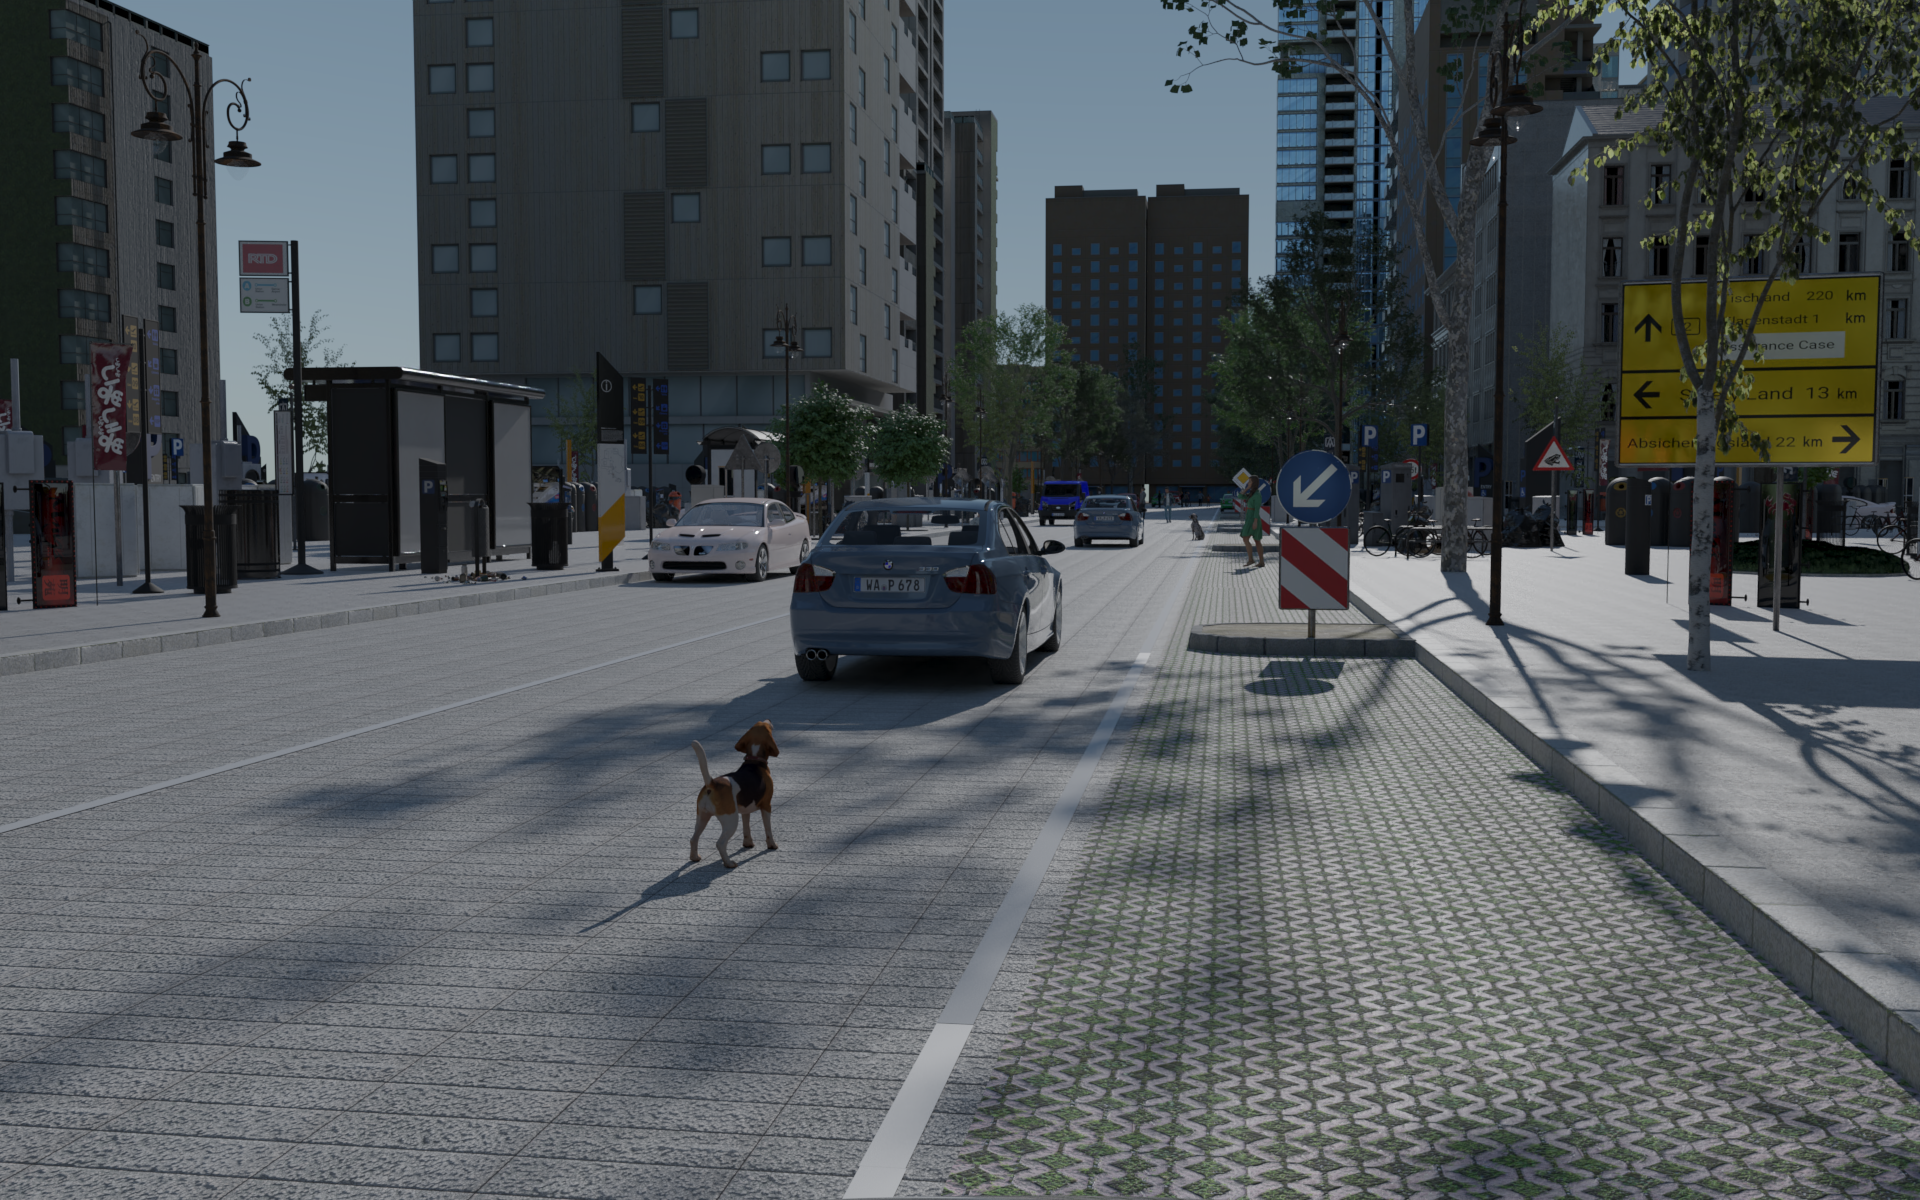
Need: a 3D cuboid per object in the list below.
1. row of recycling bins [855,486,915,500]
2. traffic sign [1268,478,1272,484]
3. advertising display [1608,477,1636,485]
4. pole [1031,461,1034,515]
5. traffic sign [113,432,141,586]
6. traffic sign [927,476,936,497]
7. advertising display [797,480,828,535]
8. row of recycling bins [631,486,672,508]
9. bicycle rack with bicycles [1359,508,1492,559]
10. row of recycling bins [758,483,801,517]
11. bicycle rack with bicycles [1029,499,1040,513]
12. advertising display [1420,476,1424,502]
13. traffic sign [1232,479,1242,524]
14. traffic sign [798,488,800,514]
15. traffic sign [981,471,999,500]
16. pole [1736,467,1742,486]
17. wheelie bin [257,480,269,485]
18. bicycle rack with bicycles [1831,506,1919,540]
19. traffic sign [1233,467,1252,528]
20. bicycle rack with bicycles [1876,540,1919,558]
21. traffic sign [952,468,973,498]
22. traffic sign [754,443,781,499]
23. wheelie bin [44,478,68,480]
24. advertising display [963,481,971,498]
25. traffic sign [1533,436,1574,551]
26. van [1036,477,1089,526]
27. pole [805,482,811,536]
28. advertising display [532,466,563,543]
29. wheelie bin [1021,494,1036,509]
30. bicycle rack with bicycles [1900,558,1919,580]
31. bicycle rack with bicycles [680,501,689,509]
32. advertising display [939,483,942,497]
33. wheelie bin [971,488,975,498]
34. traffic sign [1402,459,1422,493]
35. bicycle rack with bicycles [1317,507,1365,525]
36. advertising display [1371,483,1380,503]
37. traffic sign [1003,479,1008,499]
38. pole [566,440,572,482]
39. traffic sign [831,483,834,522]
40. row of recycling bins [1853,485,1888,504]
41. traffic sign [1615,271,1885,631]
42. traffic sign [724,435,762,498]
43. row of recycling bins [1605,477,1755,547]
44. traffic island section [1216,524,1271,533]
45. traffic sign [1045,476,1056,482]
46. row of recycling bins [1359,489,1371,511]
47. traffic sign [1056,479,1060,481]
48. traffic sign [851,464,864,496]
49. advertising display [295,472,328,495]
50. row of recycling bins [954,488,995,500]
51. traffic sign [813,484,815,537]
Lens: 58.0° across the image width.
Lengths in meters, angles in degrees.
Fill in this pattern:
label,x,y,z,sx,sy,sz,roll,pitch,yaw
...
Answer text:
label,x,y,z,sx,sy,sz,roll,pitch,yaw
row of recycling bins,-4.010,-5.192,92.006,3.534,1.692,1.069,2,4,25
traffic sign,24.061,-8.195,133.995,0.884,2.594,0.081,1,4,12
advertising display,24.337,-3.578,63.711,0.974,1.923,0.123,1,4,14
pole,4.536,-6.994,108.199,0.158,3.312,0.155,0,3,0
traffic sign,-11.725,-1.467,24.093,0.768,2.556,0.104,1,4,14
traffic sign,-1.543,-5.140,84.138,0.768,2.556,0.104,1,4,13
advertising display,-4.608,-2.986,54.032,0.974,1.923,0.123,-1,4,-9
row of recycling bins,-16.620,-5.209,92.273,1.069,1.692,3.534,2,4,28
bicycle rack with bicycles,9.699,-1.334,35.201,2.925,0.926,2.852,0,4,8
row of recycling bins,-7.037,-3.570,65.489,3.534,1.692,1.069,2,4,30
bicycle rack with bicycles,6.901,-7.655,138.538,2.925,0.926,2.852,3,4,38
advertising display,16.181,-3.396,60.736,0.123,1.923,0.974,1,4,16
traffic sign,11.919,-4.266,73.388,0.795,2.450,0.064,1,4,9
traffic sign,-4.826,-3.169,51.916,0.768,2.556,0.104,1,4,10
traffic sign,1.302,-4.366,75.033,0.795,2.450,0.064,1,4,9
pole,34.374,-5.052,76.449,0.158,3.312,0.155,0,3,0
wheelie bin,-15.538,-1.877,38.596,0.693,1.594,0.980,-3,4,-36
bicycle rack with bicycles,28.152,-2.405,52.709,2.925,0.926,2.852,-1,4,-16
traffic sign,10.706,-3.783,65.495,0.795,2.450,0.064,1,4,9
bicycle rack with bicycles,21.292,-1.413,36.479,2.852,0.926,2.925,-3,5,-41
traffic sign,0.089,-3.884,67.141,0.795,2.450,0.064,1,4,9
traffic sign,-4.821,-2.627,43.055,0.768,2.556,0.104,1,4,18
wheelie bin,-17.643,-1.582,33.767,0.980,1.594,0.693,-2,4,-25
advertising display,0.268,-4.289,75.333,0.123,1.923,0.974,-1,4,-17
traffic sign,13.293,-2.375,38.841,0.884,2.594,0.081,1,4,14
van,4.825,-4.611,79.774,2.240,2.365,5.245,1,4,10
pole,-4.626,-3.598,52.678,0.158,3.312,0.155,0,3,0
advertising display,-9.478,-2.092,39.412,0.974,1.923,0.123,1,4,19
wheelie bin,5.134,-7.620,132.494,0.980,1.594,0.693,-1,4,-17
bicycle rack with bicycles,15.470,-0.698,24.793,2.852,0.926,2.925,-1,4,-9
bicycle rack with bicycles,-13.159,-4.567,88.045,2.852,0.926,2.925,3,4,39
advertising display,-0.935,-5.837,100.642,0.123,1.923,0.974,-2,4,-26
wheelie bin,0.331,-5.088,91.096,0.980,1.594,0.693,-3,4,-38
traffic sign,16.246,-3.815,62.476,0.768,2.556,0.104,1,4,17
bicycle rack with bicycles,11.299,-2.176,48.955,2.925,0.926,2.852,0,4,-5
advertising display,25.087,-6.077,104.578,0.123,1.923,0.974,3,5,39
traffic sign,3.143,-7.255,119.806,0.795,2.450,0.064,1,4,18
pole,-14.680,-4.357,65.073,0.158,3.312,0.155,0,3,0
traffic sign,-3.864,-3.201,52.436,0.768,2.556,0.104,1,4,12
row of recycling bins,41.250,-4.395,78.977,3.534,1.692,1.069,-3,4,-38
traffic sign,7.358,-1.369,16.261,2.265,3.308,0.079,1,4,18
traffic sign,-4.741,-2.313,37.816,0.884,2.594,0.081,1,4,13
row of recycling bins,17.453,-2.165,42.504,1.069,1.692,3.534,-2,4,-34
traffic island section,10.731,-2.648,65.569,2.009,0.180,2.903,1,4,9
traffic sign,6.323,-7.420,121.430,0.768,2.556,0.104,1,4,10
row of recycling bins,30.977,-7.820,134.966,3.534,1.692,1.069,-3,5,-42
traffic sign,8.384,-9.069,148.376,0.768,2.556,0.104,1,4,17
traffic sign,-4.133,-4.119,67.444,0.768,2.556,0.104,1,4,14
advertising display,-18.867,-2.768,50.473,0.974,1.923,0.123,-2,4,-29
row of recycling bins,0.800,-7.218,125.128,3.534,1.692,1.069,0,4,6
traffic sign,-4.339,-3.147,51.462,0.884,2.594,0.081,1,4,16
